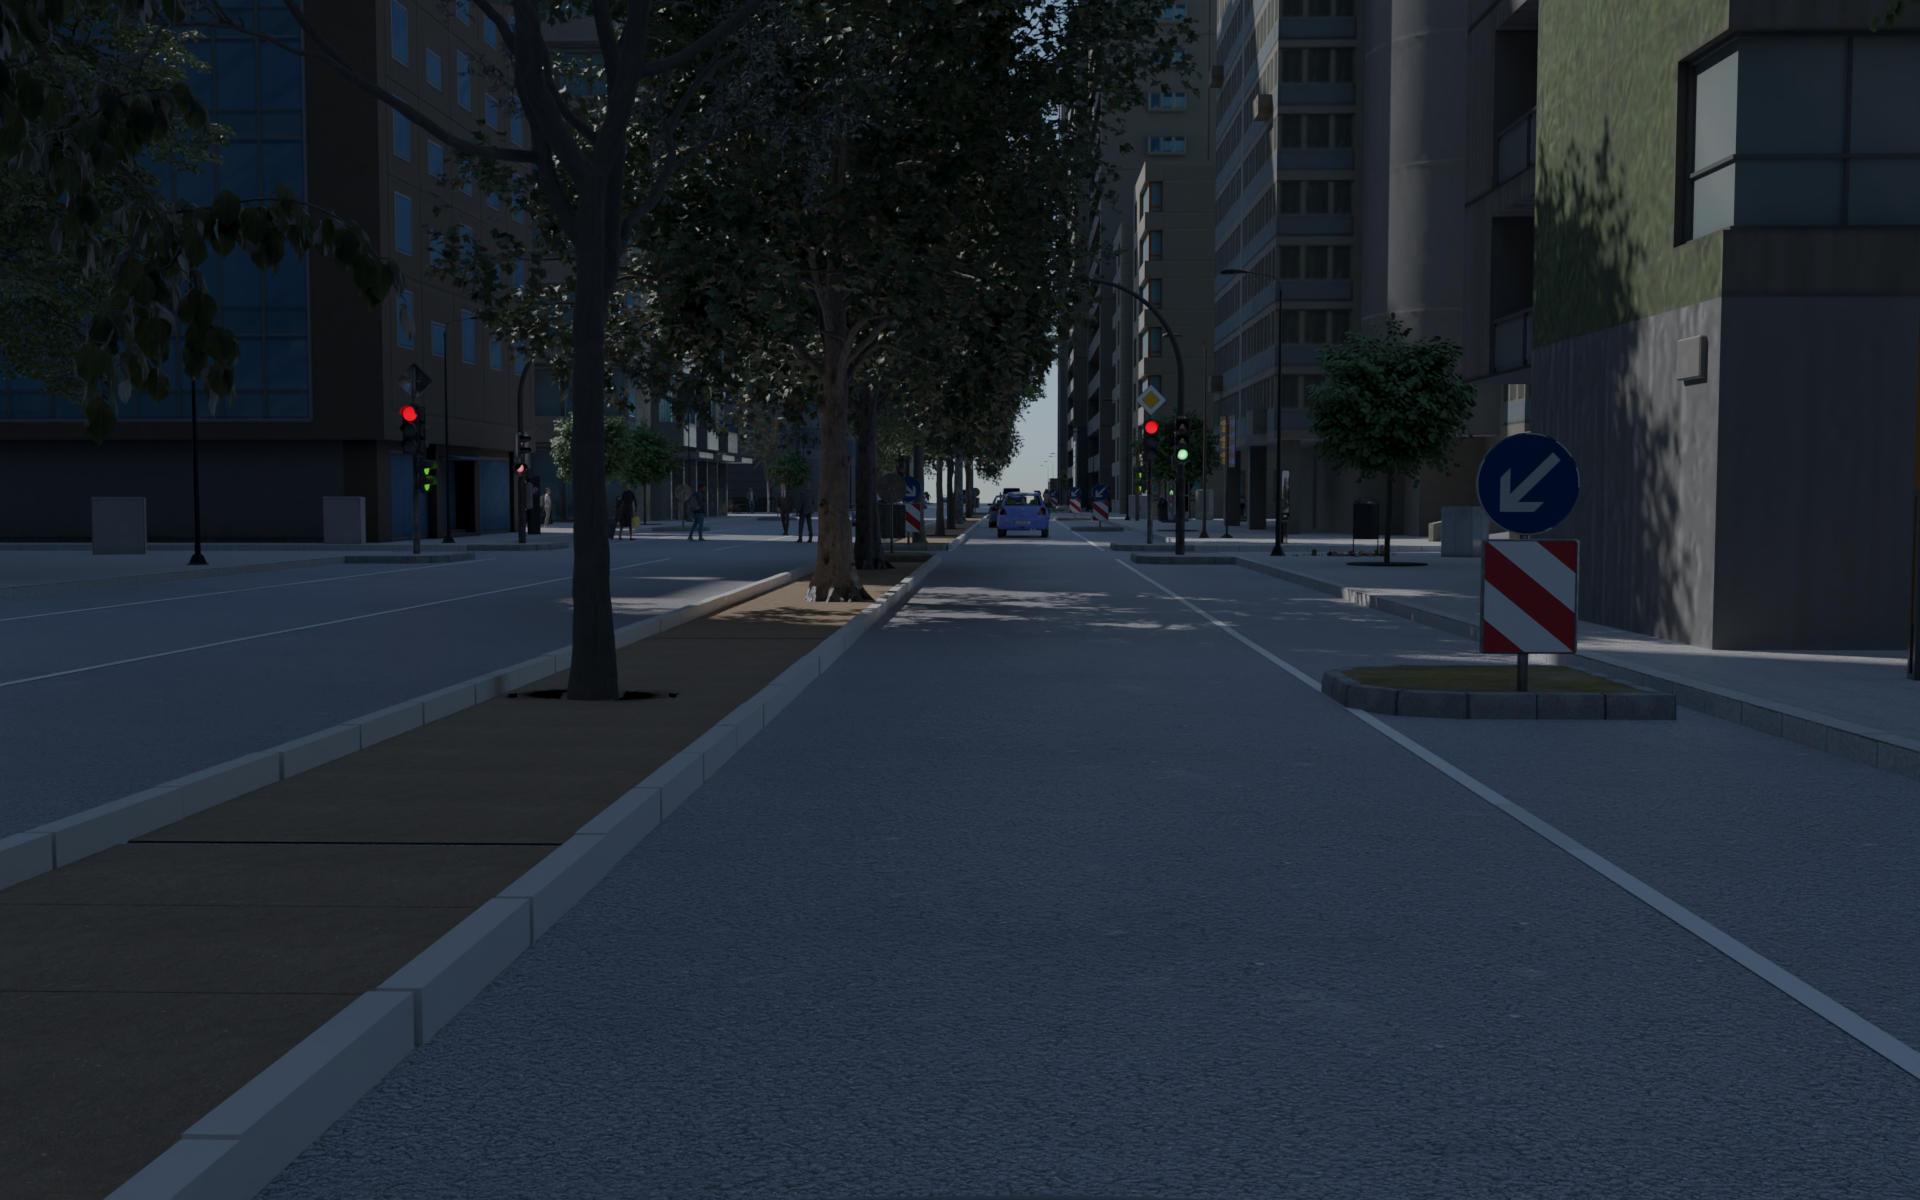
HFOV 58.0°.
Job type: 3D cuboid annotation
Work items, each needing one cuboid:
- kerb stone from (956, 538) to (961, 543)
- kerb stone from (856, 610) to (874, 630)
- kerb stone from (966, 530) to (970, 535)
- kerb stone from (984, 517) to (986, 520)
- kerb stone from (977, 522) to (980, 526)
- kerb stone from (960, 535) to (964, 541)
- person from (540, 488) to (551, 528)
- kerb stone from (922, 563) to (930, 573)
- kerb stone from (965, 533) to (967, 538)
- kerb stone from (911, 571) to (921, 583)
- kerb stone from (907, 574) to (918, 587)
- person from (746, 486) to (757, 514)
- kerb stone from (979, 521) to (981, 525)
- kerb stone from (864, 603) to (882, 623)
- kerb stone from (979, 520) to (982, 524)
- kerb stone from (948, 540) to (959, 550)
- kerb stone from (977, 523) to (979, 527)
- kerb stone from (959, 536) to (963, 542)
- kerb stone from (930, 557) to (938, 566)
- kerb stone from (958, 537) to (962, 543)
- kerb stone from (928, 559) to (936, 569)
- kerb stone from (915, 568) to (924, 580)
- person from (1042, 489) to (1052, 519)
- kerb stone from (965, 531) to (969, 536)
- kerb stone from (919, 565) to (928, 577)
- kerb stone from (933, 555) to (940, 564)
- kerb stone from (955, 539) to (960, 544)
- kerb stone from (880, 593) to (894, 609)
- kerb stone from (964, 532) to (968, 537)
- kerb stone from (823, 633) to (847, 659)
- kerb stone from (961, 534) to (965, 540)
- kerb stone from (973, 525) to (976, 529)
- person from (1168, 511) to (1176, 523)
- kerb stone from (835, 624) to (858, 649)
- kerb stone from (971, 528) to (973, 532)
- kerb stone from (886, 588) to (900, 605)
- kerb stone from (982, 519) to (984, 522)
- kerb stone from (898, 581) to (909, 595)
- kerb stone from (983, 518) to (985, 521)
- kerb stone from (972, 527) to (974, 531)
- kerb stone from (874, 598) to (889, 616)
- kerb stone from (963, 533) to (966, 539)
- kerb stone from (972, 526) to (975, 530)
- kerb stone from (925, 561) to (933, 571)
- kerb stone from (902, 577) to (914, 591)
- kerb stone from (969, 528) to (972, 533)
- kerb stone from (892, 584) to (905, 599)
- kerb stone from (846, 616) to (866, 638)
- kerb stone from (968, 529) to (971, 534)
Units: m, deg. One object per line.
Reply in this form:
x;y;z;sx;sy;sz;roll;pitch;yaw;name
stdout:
-0.127;-1.552;47.571;0.120;0.150;1.000;0;4;2;kerb stone
-1.039;0.237;18.331;0.120;0.150;1.000;0;4;2;kerb stone
0.166;-2.113;56.790;0.120;0.150;1.000;0;4;2;kerb stone
1.106;-3.996;87.527;0.120;0.150;1.000;0;4;2;kerb stone
0.638;-3.048;72.164;0.120;0.150;1.000;0;4;2;kerb stone
-0.032;-1.740;50.645;0.120;0.150;1.000;0;4;2;kerb stone
-15.642;-3.487;65.657;0.503;1.515;0.523;3;5;41;person
-0.652;-0.516;30.626;0.120;0.150;1.000;0;4;2;kerb stone
0.069;-1.928;53.725;0.120;0.150;1.000;0;4;2;kerb stone
-0.741;-0.319;27.557;0.120;0.150;1.000;0;4;2;kerb stone
-0.775;-0.265;26.527;0.120;0.150;1.000;0;4;2;kerb stone
-13.599;-6.519;112.980;0.623;1.781;0.721;-2;4;-28;person
0.725;-3.244;75.240;0.120;0.150;1.000;0;4;2;kerb stone
-1.002;0.174;19.352;0.120;0.150;1.000;0;4;2;kerb stone
0.794;-3.369;77.282;0.120;0.150;1.000;0;4;2;kerb stone
-0.181;-1.425;45.523;0.120;0.150;1.000;0;4;2;kerb stone
0.599;-2.992;71.134;0.120;0.150;1.000;0;4;2;kerb stone
-0.067;-1.678;49.623;0.120;0.150;1.000;0;4;2;kerb stone
-0.555;-0.703;33.692;0.120;0.150;1.000;0;4;2;kerb stone
-0.092;-1.615;48.602;0.120;0.150;1.000;0;4;2;kerb stone
-0.587;-0.638;32.671;0.120;0.150;1.000;0;4;2;kerb stone
-0.714;-0.388;28.583;0.120;0.150;1.000;0;4;2;kerb stone
5.109;-5.646;101.404;0.593;1.750;0.643;0;4;6;person
0.126;-2.053;55.768;0.120;0.150;1.000;0;4;2;kerb stone
-0.677;-0.453;29.604;0.120;0.150;1.000;0;4;2;kerb stone
-0.524;-0.766;34.714;0.120;0.150;1.000;0;4;2;kerb stone
-0.153;-1.490;46.549;0.120;0.150;1.000;0;4;2;kerb stone
-0.941;0.050;21.412;0.120;0.150;1.000;0;4;2;kerb stone
0.095;-1.991;54.747;0.120;0.150;1.000;0;4;2;kerb stone
-1.126;0.425;15.250;0.120;0.150;1.000;0;4;2;kerb stone
0.002;-1.803;51.670;0.120;0.150;1.000;0;4;2;kerb stone
0.417;-2.617;64.989;0.120;0.150;1.000;0;4;2;kerb stone
9.396;-4.062;76.729;0.394;1.301;0.425;1;4;15;person
-1.091;0.361;16.287;0.120;0.150;1.000;0;4;2;kerb stone
0.284;-2.367;60.895;0.120;0.150;1.000;0;4;2;kerb stone
-0.904;-0.015;22.436;0.120;0.150;1.000;0;4;2;kerb stone
0.950;-3.679;82.404;0.120;0.150;1.000;0;4;2;kerb stone
-0.844;-0.136;24.483;0.120;0.150;1.000;0;4;2;kerb stone
1.014;-3.807;84.447;0.120;0.150;1.000;0;4;2;kerb stone
0.344;-2.490;62.938;0.120;0.150;1.000;0;4;2;kerb stone
-0.964;0.114;20.375;0.120;0.150;1.000;0;4;2;kerb stone
0.035;-1.865;52.704;0.120;0.150;1.000;0;4;2;kerb stone
0.379;-2.553;63.960;0.120;0.150;1.000;0;4;2;kerb stone
-0.621;-0.578;31.649;0.120;0.150;1.000;0;4;2;kerb stone
-0.806;-0.199;25.506;0.120;0.150;1.000;0;4;2;kerb stone
0.261;-2.304;59.867;0.120;0.150;1.000;0;4;2;kerb stone
-0.877;-0.077;23.461;0.120;0.150;1.000;0;4;2;kerb stone
-1.068;0.300;17.309;0.120;0.150;1.000;0;4;2;kerb stone
0.225;-2.237;58.838;0.120;0.150;1.000;0;4;2;kerb stone
